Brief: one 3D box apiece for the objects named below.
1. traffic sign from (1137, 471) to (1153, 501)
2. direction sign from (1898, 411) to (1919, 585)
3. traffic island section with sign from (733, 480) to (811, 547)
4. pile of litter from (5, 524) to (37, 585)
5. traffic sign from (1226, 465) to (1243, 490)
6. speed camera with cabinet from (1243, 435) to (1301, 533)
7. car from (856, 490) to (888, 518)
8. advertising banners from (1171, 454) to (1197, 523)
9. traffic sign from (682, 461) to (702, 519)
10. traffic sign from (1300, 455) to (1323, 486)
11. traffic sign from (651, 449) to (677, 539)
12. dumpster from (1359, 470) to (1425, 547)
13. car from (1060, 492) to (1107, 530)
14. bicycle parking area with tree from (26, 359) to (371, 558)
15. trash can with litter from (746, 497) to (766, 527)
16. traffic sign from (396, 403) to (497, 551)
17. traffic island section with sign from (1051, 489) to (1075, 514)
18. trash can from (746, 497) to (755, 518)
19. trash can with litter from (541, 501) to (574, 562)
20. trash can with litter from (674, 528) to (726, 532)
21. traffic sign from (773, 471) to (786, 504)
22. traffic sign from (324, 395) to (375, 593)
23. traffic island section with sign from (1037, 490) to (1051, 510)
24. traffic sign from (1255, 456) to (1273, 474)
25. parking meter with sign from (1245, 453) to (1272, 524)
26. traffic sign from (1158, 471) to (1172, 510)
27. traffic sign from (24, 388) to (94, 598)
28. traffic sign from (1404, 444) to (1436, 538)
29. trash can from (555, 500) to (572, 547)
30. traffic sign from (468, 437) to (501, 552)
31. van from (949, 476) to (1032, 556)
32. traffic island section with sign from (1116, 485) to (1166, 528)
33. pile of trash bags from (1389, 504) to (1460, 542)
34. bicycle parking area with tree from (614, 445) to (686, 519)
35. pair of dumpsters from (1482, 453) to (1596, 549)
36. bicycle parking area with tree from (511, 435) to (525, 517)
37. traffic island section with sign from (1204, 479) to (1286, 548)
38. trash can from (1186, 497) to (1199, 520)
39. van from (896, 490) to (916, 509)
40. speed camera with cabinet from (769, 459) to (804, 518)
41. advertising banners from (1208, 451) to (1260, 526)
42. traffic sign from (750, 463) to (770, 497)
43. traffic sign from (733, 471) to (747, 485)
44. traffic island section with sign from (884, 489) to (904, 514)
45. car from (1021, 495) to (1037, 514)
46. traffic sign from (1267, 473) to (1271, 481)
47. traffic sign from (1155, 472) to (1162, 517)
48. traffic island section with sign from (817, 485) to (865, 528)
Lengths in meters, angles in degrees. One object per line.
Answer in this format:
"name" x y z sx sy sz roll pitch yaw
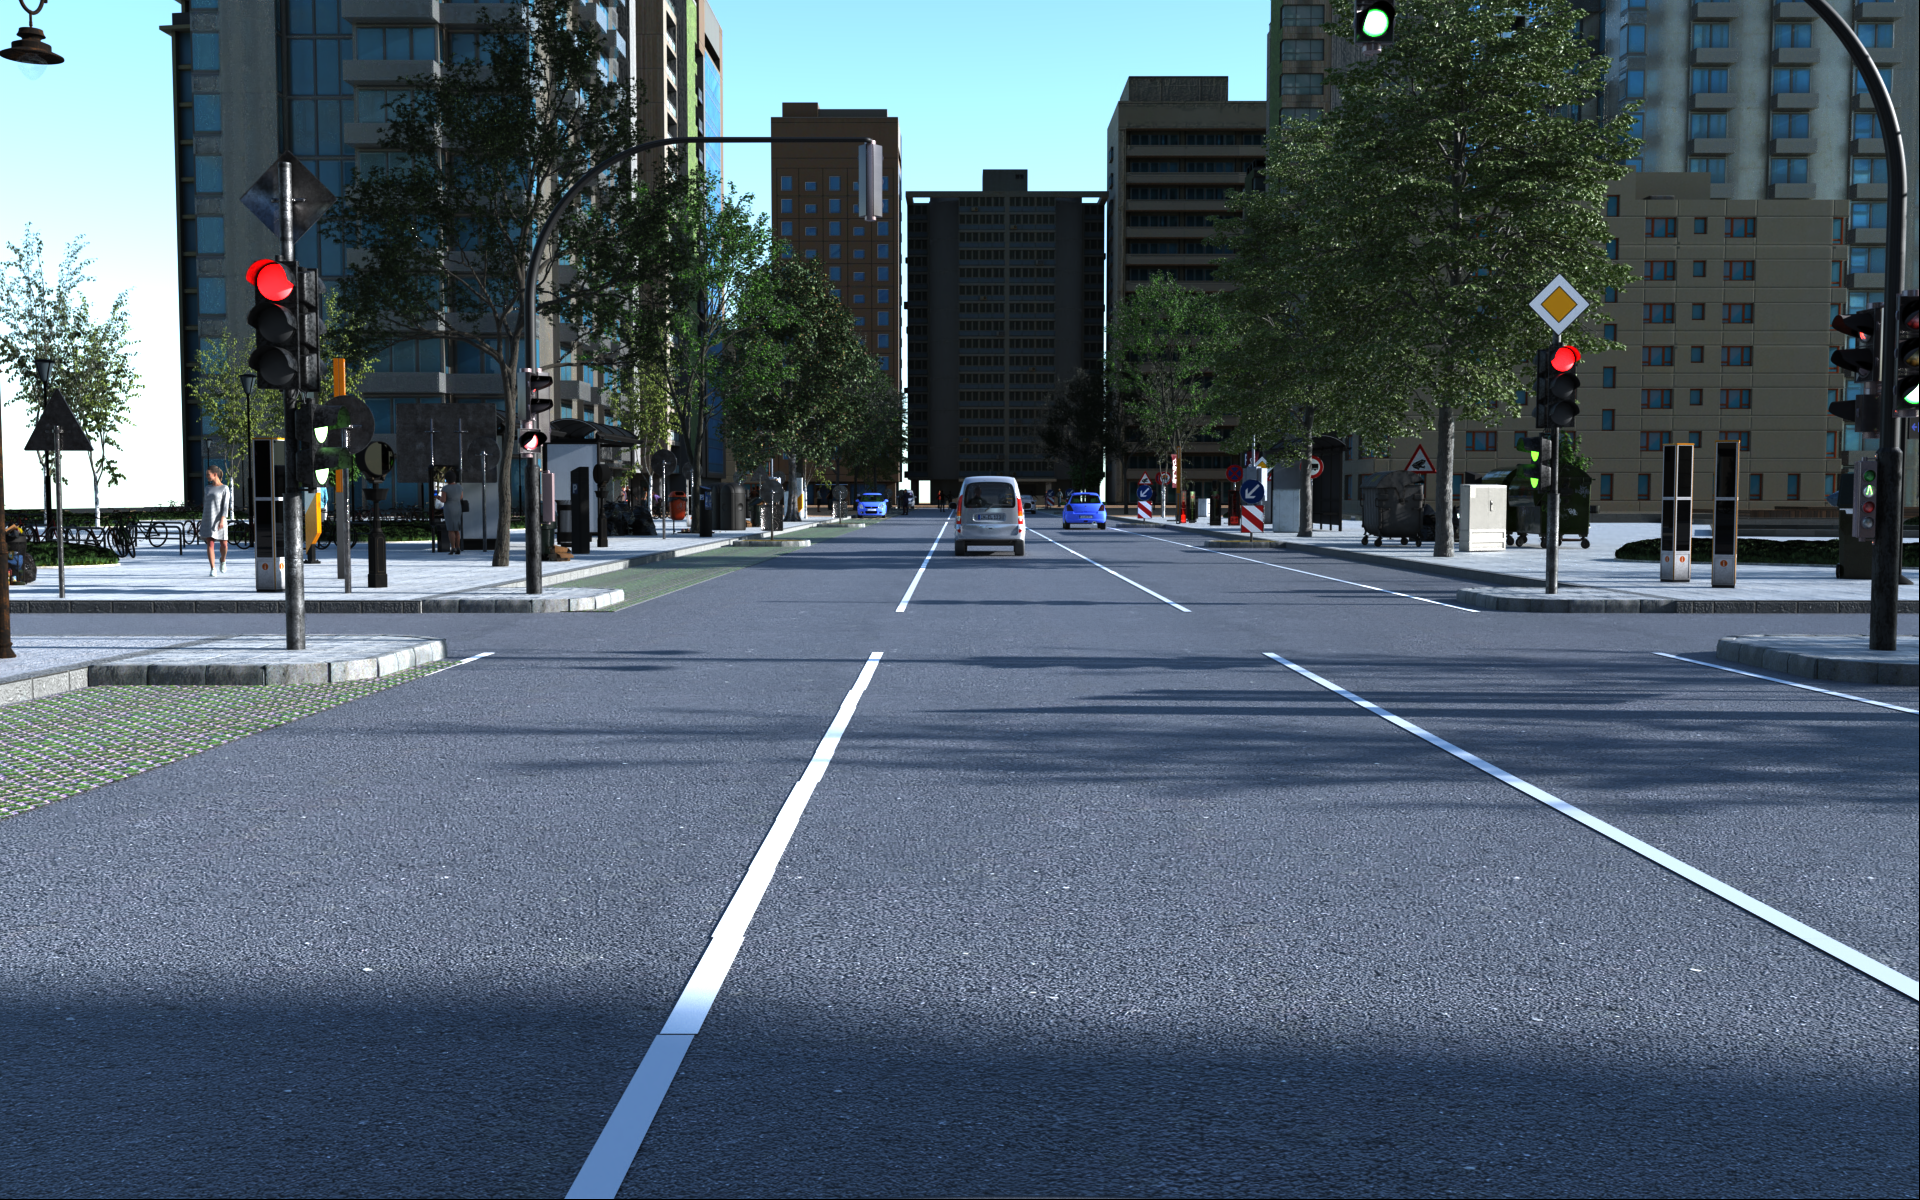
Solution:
"traffic sign" 10.410 -5.959 97.431 0.884 2.594 0.081 0 4 1
"direction sign" 13.363 -1.991 24.550 0.876 3.537 0.379 -1 4 -21
"traffic island section with sign" -5.150 -2.388 47.665 1.989 1.847 2.006 0 3 0
"pile of litter" -13.753 -0.648 24.561 1.176 0.858 1.719 0 4 -1
"traffic sign" 11.858 -4.570 74.823 0.768 2.556 0.104 1 4 9
"speed camera with cabinet" 10.504 -3.883 57.827 2.038 3.252 0.660 2 4 31
"car" -5.255 -5.742 103.475 1.945 1.707 3.694 0 4 -2
"advertising banners" 9.826 -4.889 76.123 0.090 3.025 2.074 3 5 40
"traffic sign" -10.183 -4.022 65.867 0.768 2.556 0.104 0 4 4
"traffic sign" 11.516 -3.468 56.803 0.768 2.556 0.104 0 4 8
"traffic sign" -8.410 -2.999 49.142 0.768 2.556 0.104 1 4 9
"dumpster" 10.668 -2.260 42.703 1.264 1.857 1.865 0 3 0
"car" 5.095 -3.771 71.246 1.945 1.707 3.694 0 4 1
"bicycle parking area with tree" -18.136 -3.189 39.137 9.016 4.147 8.231 3 5 41
"trash can with litter" -7.991 -3.391 66.838 0.624 1.170 1.055 3 4 36
"traffic sign" -11.500 -2.748 38.800 2.265 3.308 0.079 0 4 2
"traffic island section with sign" 7.743 -7.077 124.331 1.989 1.847 2.006 0 3 0
"trash can" -11.132 -4.878 91.414 0.748 1.137 0.748 0 3 0
"trash can with litter" -7.851 -1.342 33.328 1.055 1.170 0.624 3 4 36
"trash can with litter" -8.906 -2.914 58.702 1.678 1.210 2.233 -1 4 -19
"traffic sign" -9.983 -5.831 95.443 0.768 2.556 0.104 0 4 3
"traffic sign" -7.917 -1.359 22.332 0.768 2.556 0.104 0 4 3
"traffic island section with sign" 7.777 -8.725 151.286 1.989 1.847 2.006 0 3 0
"traffic sign" 10.489 -3.691 60.077 0.795 2.593 0.064 0 4 2
"parking meter with sign" 13.035 -4.742 73.790 1.738 3.016 0.543 0 4 -5
"traffic sign" 11.517 -5.947 97.343 0.768 2.556 0.104 0 4 8
"traffic sign" -11.088 -1.303 21.313 0.884 2.594 0.081 0 4 4
"traffic sign" 11.928 -2.753 45.010 0.884 2.594 0.081 0 4 3
"trash can" -9.443 -1.851 41.924 0.748 1.137 0.748 0 3 0
"traffic sign" -10.548 -2.341 38.377 0.768 2.556 0.104 1 4 9
"van" 0.725 -2.118 41.642 2.013 2.044 4.112 0 4 1
"traffic island section with sign" 7.700 -3.998 73.990 1.989 1.847 2.006 0 3 0
"pile of trash bags" 12.999 -2.323 47.739 1.912 1.369 3.447 -2 4 -27
"bicycle parking area with tree" -18.364 -6.394 91.540 9.016 4.147 8.231 1 4 22
"pair of dumpsters" 14.136 -2.452 42.592 1.574 2.255 4.437 0 3 0
"bicycle parking area with tree" -23.110 -5.101 70.397 9.016 4.147 8.231 2 4 26
"traffic island section with sign" 7.675 -2.341 46.898 1.989 1.847 2.006 0 3 0
"trash can" 11.484 -4.529 85.706 0.748 1.137 0.748 0 3 0
"van" -5.236 -9.850 168.059 2.013 2.044 4.112 0 4 -1
"speed camera with cabinet" -9.555 -6.134 94.621 2.038 3.252 0.660 1 4 17
"advertising banners" 11.135 -4.544 70.478 2.074 3.025 0.090 0 4 3
"traffic sign" -8.386 -4.450 72.763 0.884 2.594 0.081 1 4 9
"traffic sign" -11.853 -5.696 93.234 0.768 2.556 0.104 1 4 10
"traffic island section with sign" -5.072 -7.063 124.109 1.989 1.847 2.006 0 3 0
"car" 4.543 -6.923 125.547 2.083 1.381 4.827 0 4 1
"traffic sign" 12.771 -4.264 69.725 0.884 2.594 0.081 0 4 7
"traffic sign" 11.386 -5.970 97.712 0.768 2.556 0.104 1 4 10
"traffic island section with sign" -5.111 -4.036 74.620 1.989 1.847 2.006 0 3 0
